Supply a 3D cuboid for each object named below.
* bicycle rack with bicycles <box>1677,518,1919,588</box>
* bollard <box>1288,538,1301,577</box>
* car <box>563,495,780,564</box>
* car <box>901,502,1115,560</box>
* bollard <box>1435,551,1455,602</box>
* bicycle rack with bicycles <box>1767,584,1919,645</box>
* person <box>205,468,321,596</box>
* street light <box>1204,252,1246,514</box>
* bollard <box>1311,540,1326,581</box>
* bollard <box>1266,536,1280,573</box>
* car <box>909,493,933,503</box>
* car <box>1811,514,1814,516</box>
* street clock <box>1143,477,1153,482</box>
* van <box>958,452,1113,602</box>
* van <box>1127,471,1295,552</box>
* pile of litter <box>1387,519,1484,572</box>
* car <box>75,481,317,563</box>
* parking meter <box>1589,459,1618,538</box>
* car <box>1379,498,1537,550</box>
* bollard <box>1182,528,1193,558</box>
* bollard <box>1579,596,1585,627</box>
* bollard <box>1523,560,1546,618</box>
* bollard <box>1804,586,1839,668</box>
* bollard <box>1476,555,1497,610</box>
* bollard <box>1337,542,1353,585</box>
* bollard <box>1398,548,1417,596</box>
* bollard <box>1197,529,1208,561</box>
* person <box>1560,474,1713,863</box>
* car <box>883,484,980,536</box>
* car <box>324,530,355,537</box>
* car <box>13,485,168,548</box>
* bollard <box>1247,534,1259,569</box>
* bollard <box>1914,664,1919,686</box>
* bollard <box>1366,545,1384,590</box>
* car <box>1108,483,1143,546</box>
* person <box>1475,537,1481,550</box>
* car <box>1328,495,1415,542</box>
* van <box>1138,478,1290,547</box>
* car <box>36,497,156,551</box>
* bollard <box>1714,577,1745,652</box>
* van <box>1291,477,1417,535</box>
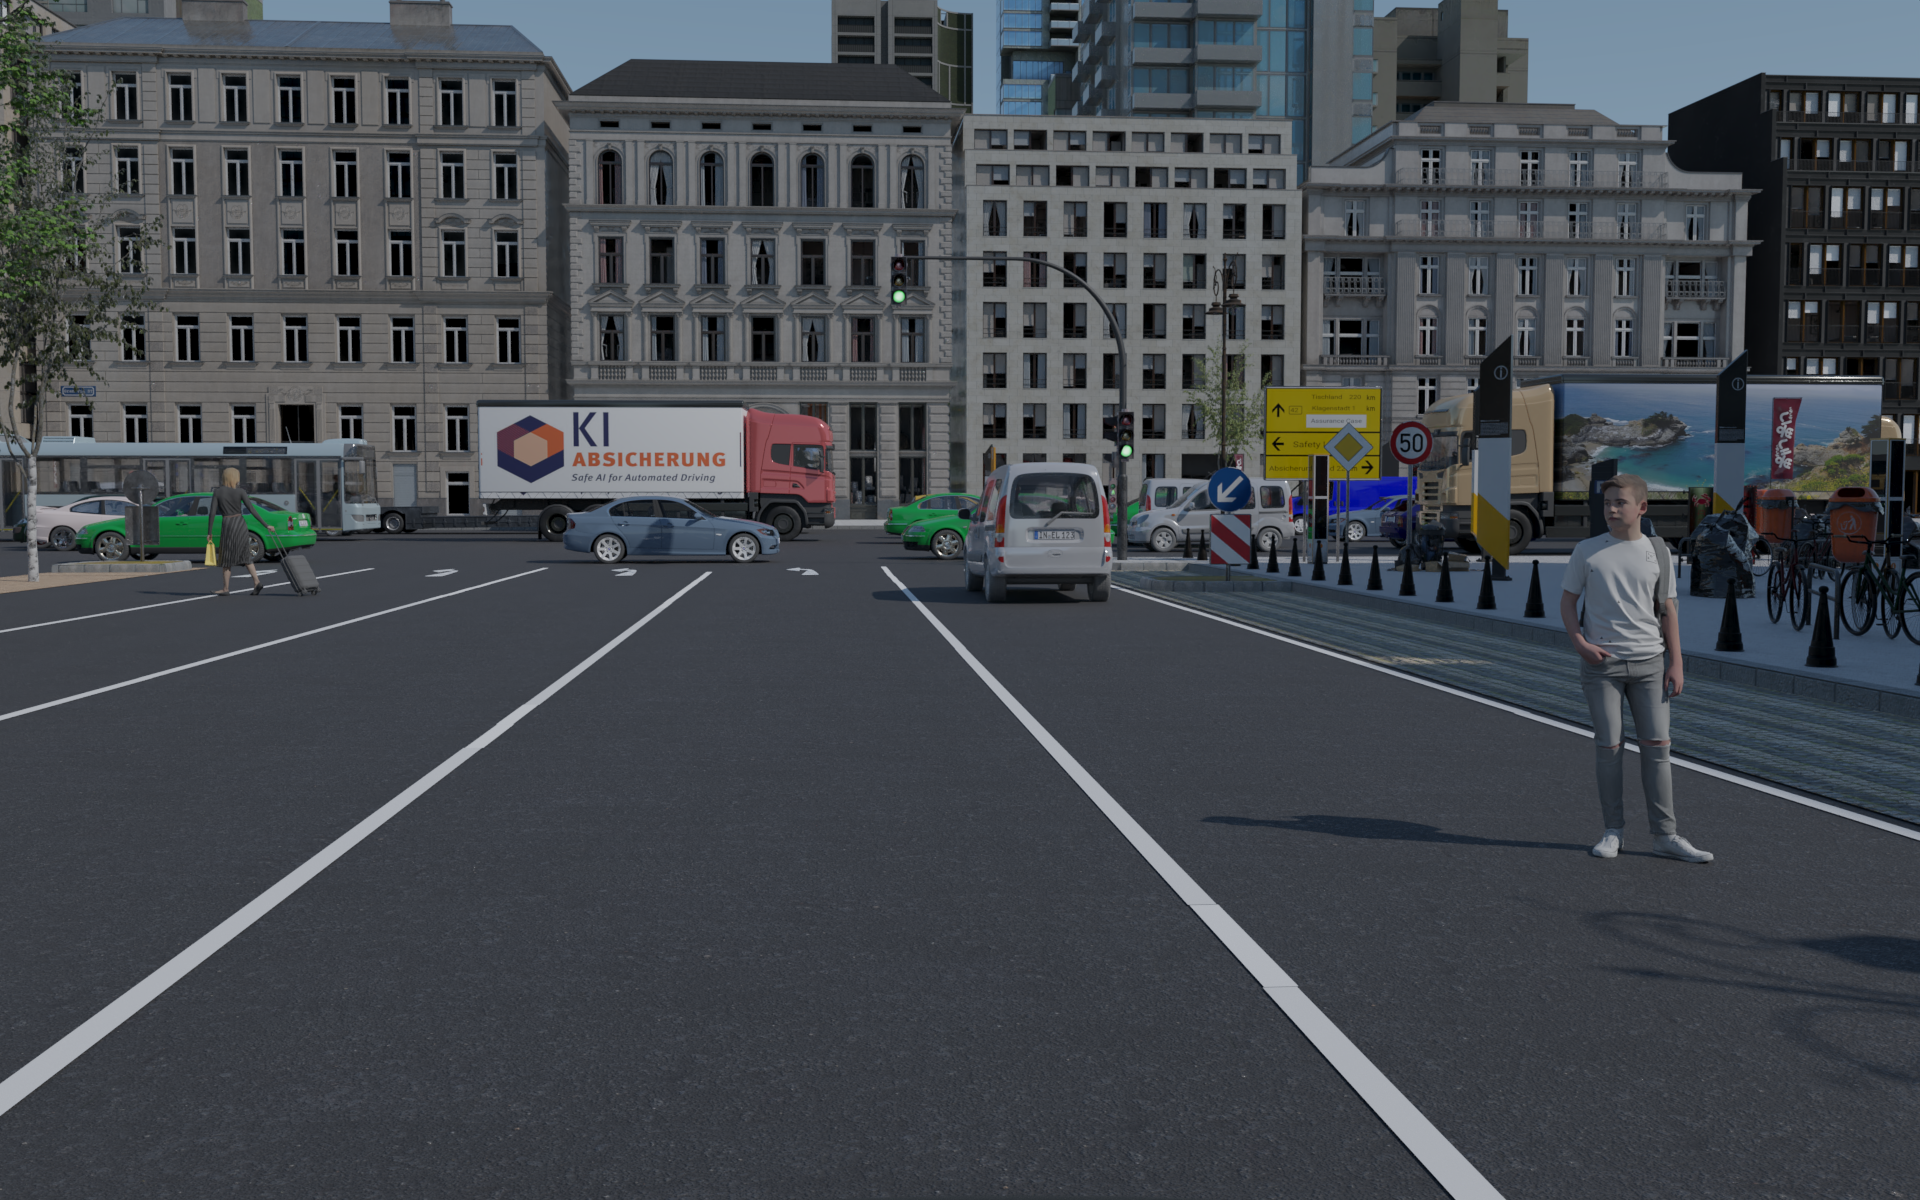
[{"bbox_3d":[12.415,-0.783,26.189,2.925,0.926,2.852,-2,4,-34],"label":"bicycle rack with bicycles"},{"bbox_3d":[5.223,-0.671,27.005,0.229,0.601,0.229,0,3,0],"label":"bollard"},{"bbox_3d":[-6.050,-1.496,36.462,4.499,1.417,2.014,0,4,-7],"label":"car"},{"bbox_3d":[1.053,-1.812,38.429,4.718,1.807,1.959,0,4,-3],"label":"car"},{"bbox_3d":[5.765,-0.277,20.578,0.229,0.601,0.229,0,3,0],"label":"bollard"},{"bbox_3d":[8.672,-0.141,15.694,2.852,0.926,2.925,1,4,20],"label":"bicycle rack with bicycles"},{"bbox_3d":[-9.871,-0.956,24.347,1.509,1.804,0.699,1,4,12],"label":"person"},{"bbox_3d":[5.074,-3.702,33.319,0.468,5.910,1.993,0,4,-5],"label":"street light"},{"bbox_3d":[5.327,-0.592,25.716,0.229,0.601,0.229,0,3,0],"label":"bollard"},{"bbox_3d":[5.113,-0.749,28.289,0.229,0.601,0.229,0,3,0],"label":"bollard"},{"bbox_3d":[-0.013,-2.827,56.443,3.980,1.641,2.015,0,4,-3],"label":"car"},{"bbox_3d":[21.841,-2.111,46.876,2.083,1.381,4.827,0,4,-5],"label":"car"},{"bbox_3d":[8.097,-4.260,74.218,0.358,2.002,0.471,-3,5,-45],"label":"street clock"},{"bbox_3d":[1.029,-1.062,24.371,2.013,2.044,4.112,0,4,-6],"label":"van"},{"bbox_3d":[6.246,-2.223,43.351,4.112,2.044,2.013,0,4,-3],"label":"van"},{"bbox_3d":[7.997,-0.914,28.906,1.719,0.858,1.176,1,4,10],"label":"pile of litter"},{"bbox_3d":[-16.065,-1.688,36.391,4.718,1.807,1.959,0,4,-3],"label":"car"},{"bbox_3d":[10.631,-1.403,28.653,0.399,1.863,0.255,3,5,40],"label":"parking meter"},{"bbox_3d":[13.148,-2.022,45.636,3.894,1.354,1.945,0,4,-6],"label":"car"},{"bbox_3d":[4.572,-1.142,34.714,0.229,0.601,0.229,0,3,0],"label":"bollard"},{"bbox_3d":[6.094,-0.042,16.732,0.229,0.601,0.229,0,3,0],"label":"bollard"},{"bbox_3d":[5.982,-0.121,18.013,0.229,0.601,0.229,0,3,0],"label":"bollard"},{"bbox_3d":[6.412,0.194,12.874,0.229,0.601,0.229,0,3,0],"label":"bollard"},{"bbox_3d":[5.872,-0.199,19.297,0.229,0.601,0.229,0,3,0],"label":"bollard"},{"bbox_3d":[5.438,-0.513,24.431,0.229,0.601,0.229,0,3,0],"label":"bollard"},{"bbox_3d":[5.655,-0.356,21.868,0.229,0.601,0.229,0,3,0],"label":"bollard"},{"bbox_3d":[4.682,-1.064,33.432,0.229,0.601,0.229,0,3,0],"label":"bollard"},{"bbox_3d":[2.669,0.260,6.848,0.503,1.515,0.523,-1,4,-20],"label":"person"},{"bbox_3d":[0.133,-2.546,50.419,4.718,1.807,1.959,0,4,-6],"label":"car"},{"bbox_3d":[-22.491,-2.846,59.120,3.894,1.354,1.945,0,4,-3],"label":"car"},{"bbox_3d":[-23.083,-2.246,46.504,4.222,1.686,2.009,0,4,-6],"label":"car"},{"bbox_3d":[5.007,-0.827,29.571,0.229,0.601,0.229,0,3,0],"label":"bollard"},{"bbox_3d":[6.522,0.273,11.582,0.229,0.601,0.229,0,3,0],"label":"bollard"},{"bbox_3d":[5.550,-0.435,23.150,0.229,0.601,0.229,0,3,0],"label":"bollard"},{"bbox_3d":[6.296,-2.442,48.723,4.718,1.807,1.959,0,4,-5],"label":"car"},{"bbox_3d":[11.005,-1.708,36.442,0.555,1.821,0.388,3,5,43],"label":"person"},{"bbox_3d":[13.248,-2.485,52.627,4.499,1.417,2.014,0,4,-3],"label":"car"},{"bbox_3d":[6.836,-2.425,46.660,4.112,2.044,2.013,0,4,-3],"label":"van"},{"bbox_3d":[-21.173,-1.954,44.303,4.827,1.381,2.083,0,4,-3],"label":"car"},{"bbox_3d":[6.302,0.115,14.164,0.229,0.601,0.229,0,3,0],"label":"bollard"},{"bbox_3d":[13.503,-3.471,61.139,5.245,2.365,2.240,0,4,-5],"label":"van"}]
